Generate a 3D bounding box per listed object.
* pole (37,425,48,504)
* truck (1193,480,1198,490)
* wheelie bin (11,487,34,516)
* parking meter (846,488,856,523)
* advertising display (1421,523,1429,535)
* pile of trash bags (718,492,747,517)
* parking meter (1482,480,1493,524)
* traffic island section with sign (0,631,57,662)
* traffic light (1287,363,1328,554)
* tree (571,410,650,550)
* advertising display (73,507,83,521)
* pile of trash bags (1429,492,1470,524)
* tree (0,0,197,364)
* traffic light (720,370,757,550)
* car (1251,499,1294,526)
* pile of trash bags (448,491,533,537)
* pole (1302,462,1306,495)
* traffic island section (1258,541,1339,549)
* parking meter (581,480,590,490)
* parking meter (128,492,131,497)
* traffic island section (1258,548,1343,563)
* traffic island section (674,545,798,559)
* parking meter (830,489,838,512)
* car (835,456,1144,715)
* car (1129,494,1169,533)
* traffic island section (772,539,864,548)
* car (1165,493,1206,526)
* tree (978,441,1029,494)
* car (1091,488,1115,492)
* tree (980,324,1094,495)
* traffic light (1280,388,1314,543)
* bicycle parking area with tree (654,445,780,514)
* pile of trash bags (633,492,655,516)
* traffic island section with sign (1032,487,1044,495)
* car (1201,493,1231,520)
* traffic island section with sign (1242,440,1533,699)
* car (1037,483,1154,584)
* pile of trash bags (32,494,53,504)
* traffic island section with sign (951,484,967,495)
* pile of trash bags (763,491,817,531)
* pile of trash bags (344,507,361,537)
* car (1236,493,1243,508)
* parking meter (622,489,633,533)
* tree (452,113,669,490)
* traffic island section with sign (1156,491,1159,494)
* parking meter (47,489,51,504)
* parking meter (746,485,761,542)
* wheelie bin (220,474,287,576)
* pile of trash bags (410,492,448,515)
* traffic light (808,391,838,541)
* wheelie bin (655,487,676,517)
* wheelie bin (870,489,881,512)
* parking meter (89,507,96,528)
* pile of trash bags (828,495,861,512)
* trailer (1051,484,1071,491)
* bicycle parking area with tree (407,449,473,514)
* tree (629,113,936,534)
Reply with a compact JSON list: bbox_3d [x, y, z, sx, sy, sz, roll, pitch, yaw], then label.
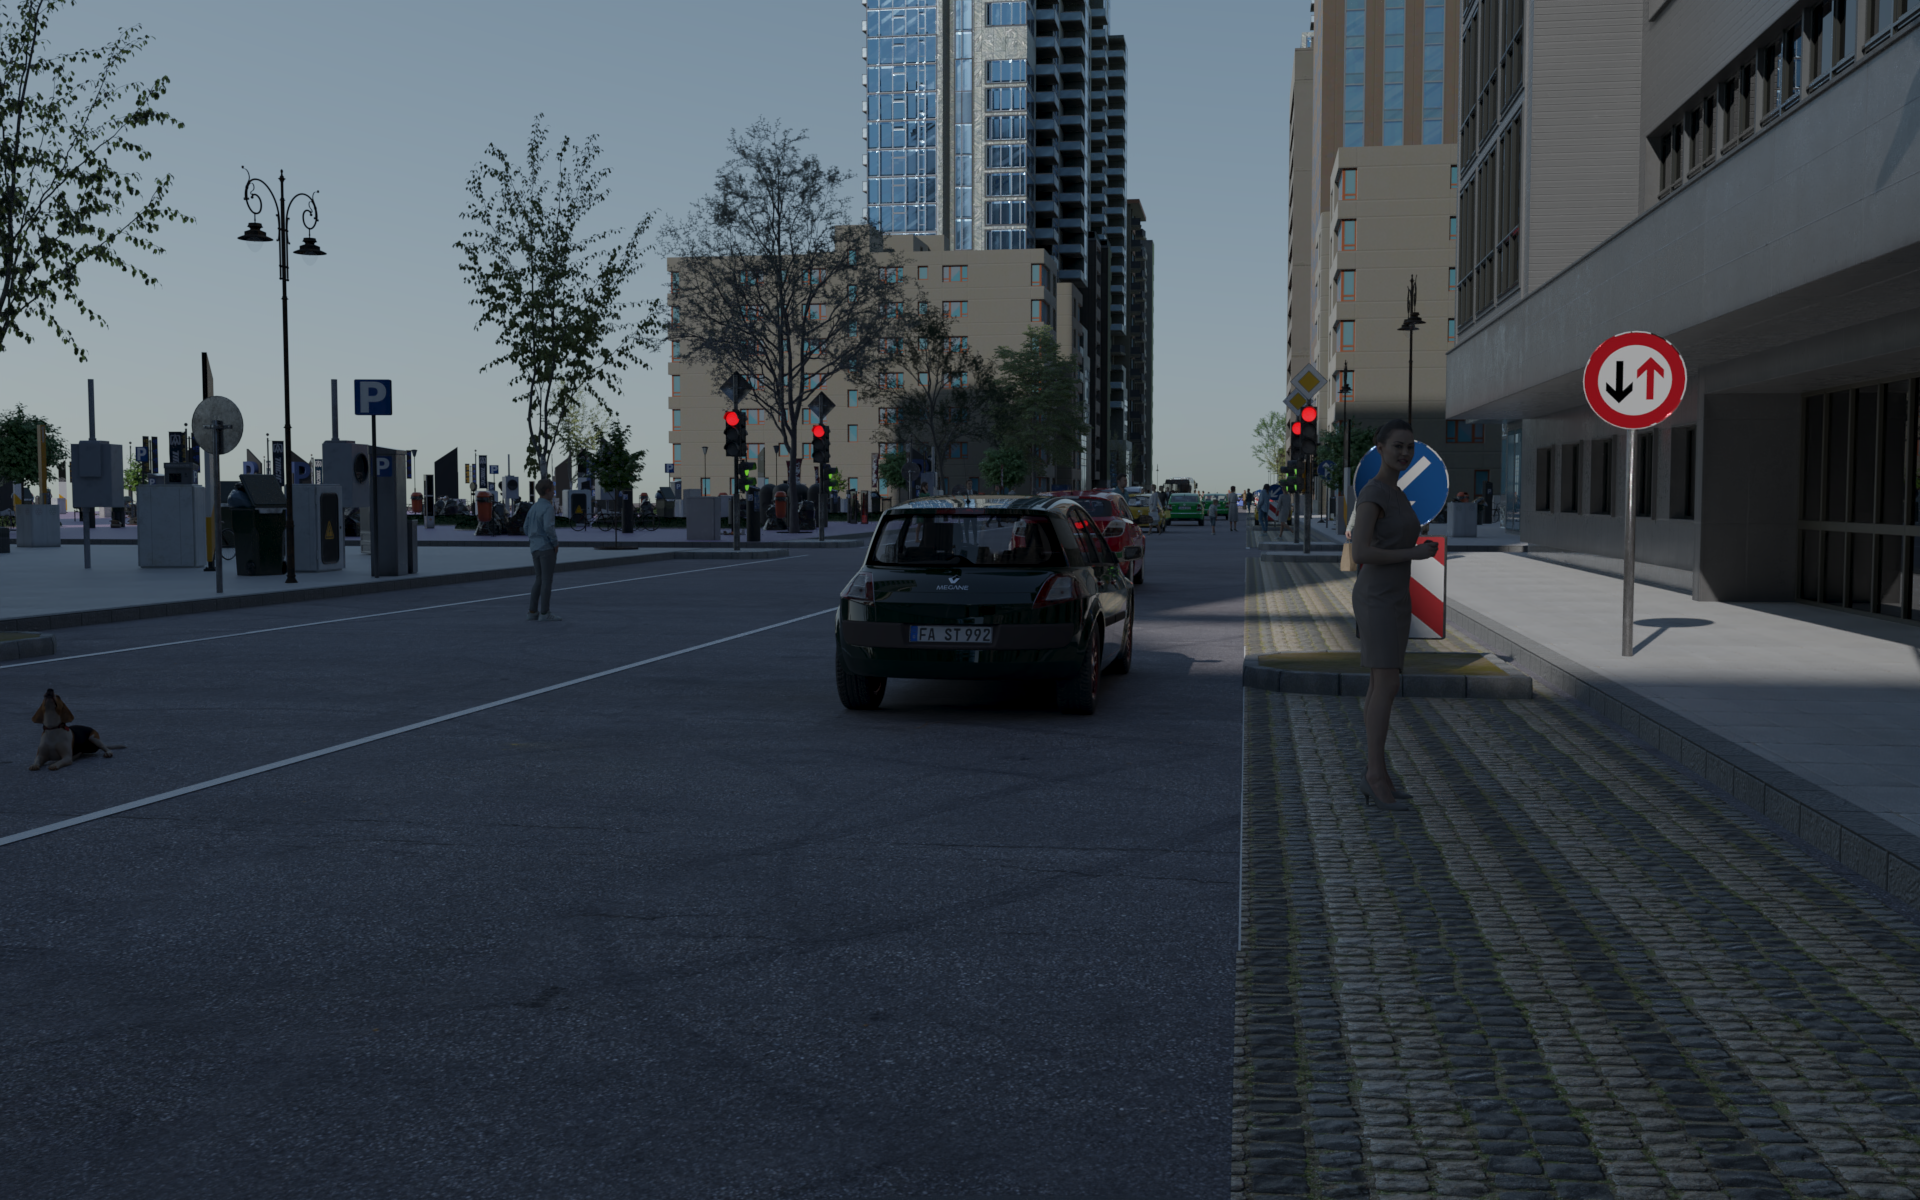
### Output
[{"bbox_3d":[-27.078,-3.504,51.136,0.158,3.312,0.155,0,3,0],"label":"pole"},{"bbox_3d":[30.218,-14.455,232.260,3.469,3.379,9.791,1,4,9],"label":"truck"},{"bbox_3d":[-43.192,-4.394,79.757,0.693,1.594,0.980,2,4,30],"label":"wheelie bin"},{"bbox_3d":[-4.788,-4.163,76.471,0.372,1.533,0.369,0,3,0],"label":"parking meter"},{"bbox_3d":[8.751,-1.677,32.629,0.123,1.923,0.974,1,4,12],"label":"advertising display"},{"bbox_3d":[-11.914,-5.276,96.021,3.447,1.369,1.912,1,4,22],"label":"pile of trash bags"},{"bbox_3d":[22.697,-4.208,74.515,0.399,1.863,0.255,-1,4,-21],"label":"parking meter"},{"bbox_3d":[-9.147,-0.398,15.127,1.989,1.847,2.006,1,4,9],"label":"traffic island section with sign"},{"bbox_3d":[7.475,-2.959,37.300,0.839,4.253,0.868,1,4,9],"label":"traffic light"},{"bbox_3d":[-7.889,-2.776,39.982,1.663,3.219,1.824,0,3,0],"label":"tree"},{"bbox_3d":[-41.172,-4.655,81.318,0.974,1.923,0.123,0,4,5],"label":"advertising display"},{"bbox_3d":[21.319,-4.073,76.345,3.447,1.369,1.912,-3,5,-40],"label":"pile of trash bags"},{"bbox_3d":[-11.052,-4.234,19.591,4.360,8.622,3.978,0,3,0],"label":"tree"},{"bbox_3d":[-5.068,-3.085,39.355,0.839,4.253,0.868,1,4,9],"label":"traffic light"},{"bbox_3d":[14.403,-4.245,79.628,2.015,1.641,3.980,1,4,10],"label":"car"},{"bbox_3d":[-14.137,-2.676,53.511,1.912,1.369,3.447,0,4,5],"label":"pile of trash bags"},{"bbox_3d":[21.721,-7.069,109.429,0.158,3.312,0.155,0,3,0],"label":"pole"},{"bbox_3d":[8.818,-1.407,45.286,2.009,0.180,2.903,1,4,9],"label":"traffic island section"},{"bbox_3d":[-15.591,-4.059,72.073,0.399,1.863,0.255,-1,4,-14],"label":"parking meter"},{"bbox_3d":[-59.026,-7.190,123.269,0.255,1.863,0.399,-1,4,-17],"label":"parking meter"},{"bbox_3d":[7.513,-0.925,37.408,2.009,0.180,2.903,1,4,9],"label":"traffic island section"},{"bbox_3d":[-5.106,-1.053,39.496,2.009,0.180,2.903,1,4,9],"label":"traffic island section"},{"bbox_3d":[-6.231,-4.730,85.750,0.372,1.533,0.369,0,3,0],"label":"parking meter"},{"bbox_3d":[0.307,-0.182,12.760,2.009,1.686,4.222,1,4,10],"label":"car"},{"bbox_3d":[6.853,-3.364,65.223,2.015,1.641,3.980,1,4,9],"label":"car"},{"bbox_3d":[-3.801,-1.535,47.374,2.009,0.180,2.903,1,4,9],"label":"traffic island section"},{"bbox_3d":[10.283,-4.312,79.305,1.959,1.807,4.718,0,4,8],"label":"car"},{"bbox_3d":[2.673,-7.422,105.058,4.285,4.588,4.351,0,3,0],"label":"tree"},{"bbox_3d":[8.858,-6.016,107.032,2.281,1.827,5.304,1,4,11],"label":"car"},{"bbox_3d":[5.045,-12.077,115.593,7.486,12.596,7.792,0,3,0],"label":"tree"},{"bbox_3d":[8.781,-3.441,45.178,0.839,4.253,0.868,1,4,9],"label":"traffic light"},{"bbox_3d":[-13.188,-7.103,103.130,8.231,4.147,9.016,3,5,42],"label":"bicycle parking area with tree"},{"bbox_3d":[-17.154,-5.073,92.695,1.912,1.369,3.447,0,4,-1],"label":"pile of trash bags"},{"bbox_3d":[4.354,-5.378,96.566,1.989,1.847,2.006,1,4,9],"label":"traffic island section with sign"},{"bbox_3d":[14.183,-5.359,96.410,1.959,1.807,4.718,0,4,8],"label":"car"},{"bbox_3d":[3.151,-0.273,13.088,1.989,1.847,2.006,1,4,9],"label":"traffic island section with sign"},{"bbox_3d":[1.850,-1.066,26.476,2.155,1.783,4.494,1,4,9],"label":"car"},{"bbox_3d":[-62.689,-6.569,117.147,1.912,1.369,3.447,1,4,10],"label":"pile of trash bags"},{"bbox_3d":[-0.049,-3.752,69.971,1.989,1.847,2.006,1,4,9],"label":"traffic island section with sign"},{"bbox_3d":[-6.116,-3.163,61.470,1.912,1.369,3.447,0,4,3],"label":"pile of trash bags"},{"bbox_3d":[-19.441,-2.614,52.487,3.447,1.369,1.912,3,5,43],"label":"pile of trash bags"},{"bbox_3d":[27.728,-10.042,173.774,1.945,1.707,3.694,1,4,10],"label":"car"},{"bbox_3d":[-10.921,-2.964,56.869,0.372,1.533,0.369,0,3,0],"label":"parking meter"},{"bbox_3d":[-8.162,-5.154,34.627,4.737,8.622,4.395,0,3,0],"label":"tree"},{"bbox_3d":[26.040,-13.385,227.475,1.989,1.847,2.006,1,4,9],"label":"traffic island section with sign"},{"bbox_3d":[-42.537,-4.420,80.681,0.372,1.533,0.369,0,3,0],"label":"parking meter"},{"bbox_3d":[-5.565,-2.340,46.665,0.372,1.533,0.369,0,3,0],"label":"parking meter"},{"bbox_3d":[-11.099,-1.189,27.341,0.693,1.594,0.980,2,4,32],"label":"wheelie bin"},{"bbox_3d":[-23.668,-4.192,78.292,1.912,1.369,3.447,1,4,18],"label":"pile of trash bags"},{"bbox_3d":[-3.763,-3.566,47.233,0.839,4.253,0.868,1,4,9],"label":"traffic light"},{"bbox_3d":[-12.679,-4.064,74.350,0.693,1.594,0.980,3,4,37],"label":"wheelie bin"},{"bbox_3d":[-5.111,-5.942,105.052,0.693,1.594,0.980,0,4,-4],"label":"wheelie bin"},{"bbox_3d":[-32.654,-3.459,64.966,0.372,1.533,0.369,0,3,0],"label":"parking meter"},{"bbox_3d":[-7.158,-5.473,99.235,3.447,1.369,1.912,3,5,41],"label":"pile of trash bags"},{"bbox_3d":[6.034,-5.916,103.769,1.471,1.999,3.904,1,4,10],"label":"trailer"},{"bbox_3d":[-36.406,-7.730,113.387,9.016,4.147,8.231,-1,4,-23],"label":"bicycle parking area with tree"},{"bbox_3d":[-5.563,-8.940,56.532,12.009,13.543,11.850,0,3,0],"label":"tree"}]
